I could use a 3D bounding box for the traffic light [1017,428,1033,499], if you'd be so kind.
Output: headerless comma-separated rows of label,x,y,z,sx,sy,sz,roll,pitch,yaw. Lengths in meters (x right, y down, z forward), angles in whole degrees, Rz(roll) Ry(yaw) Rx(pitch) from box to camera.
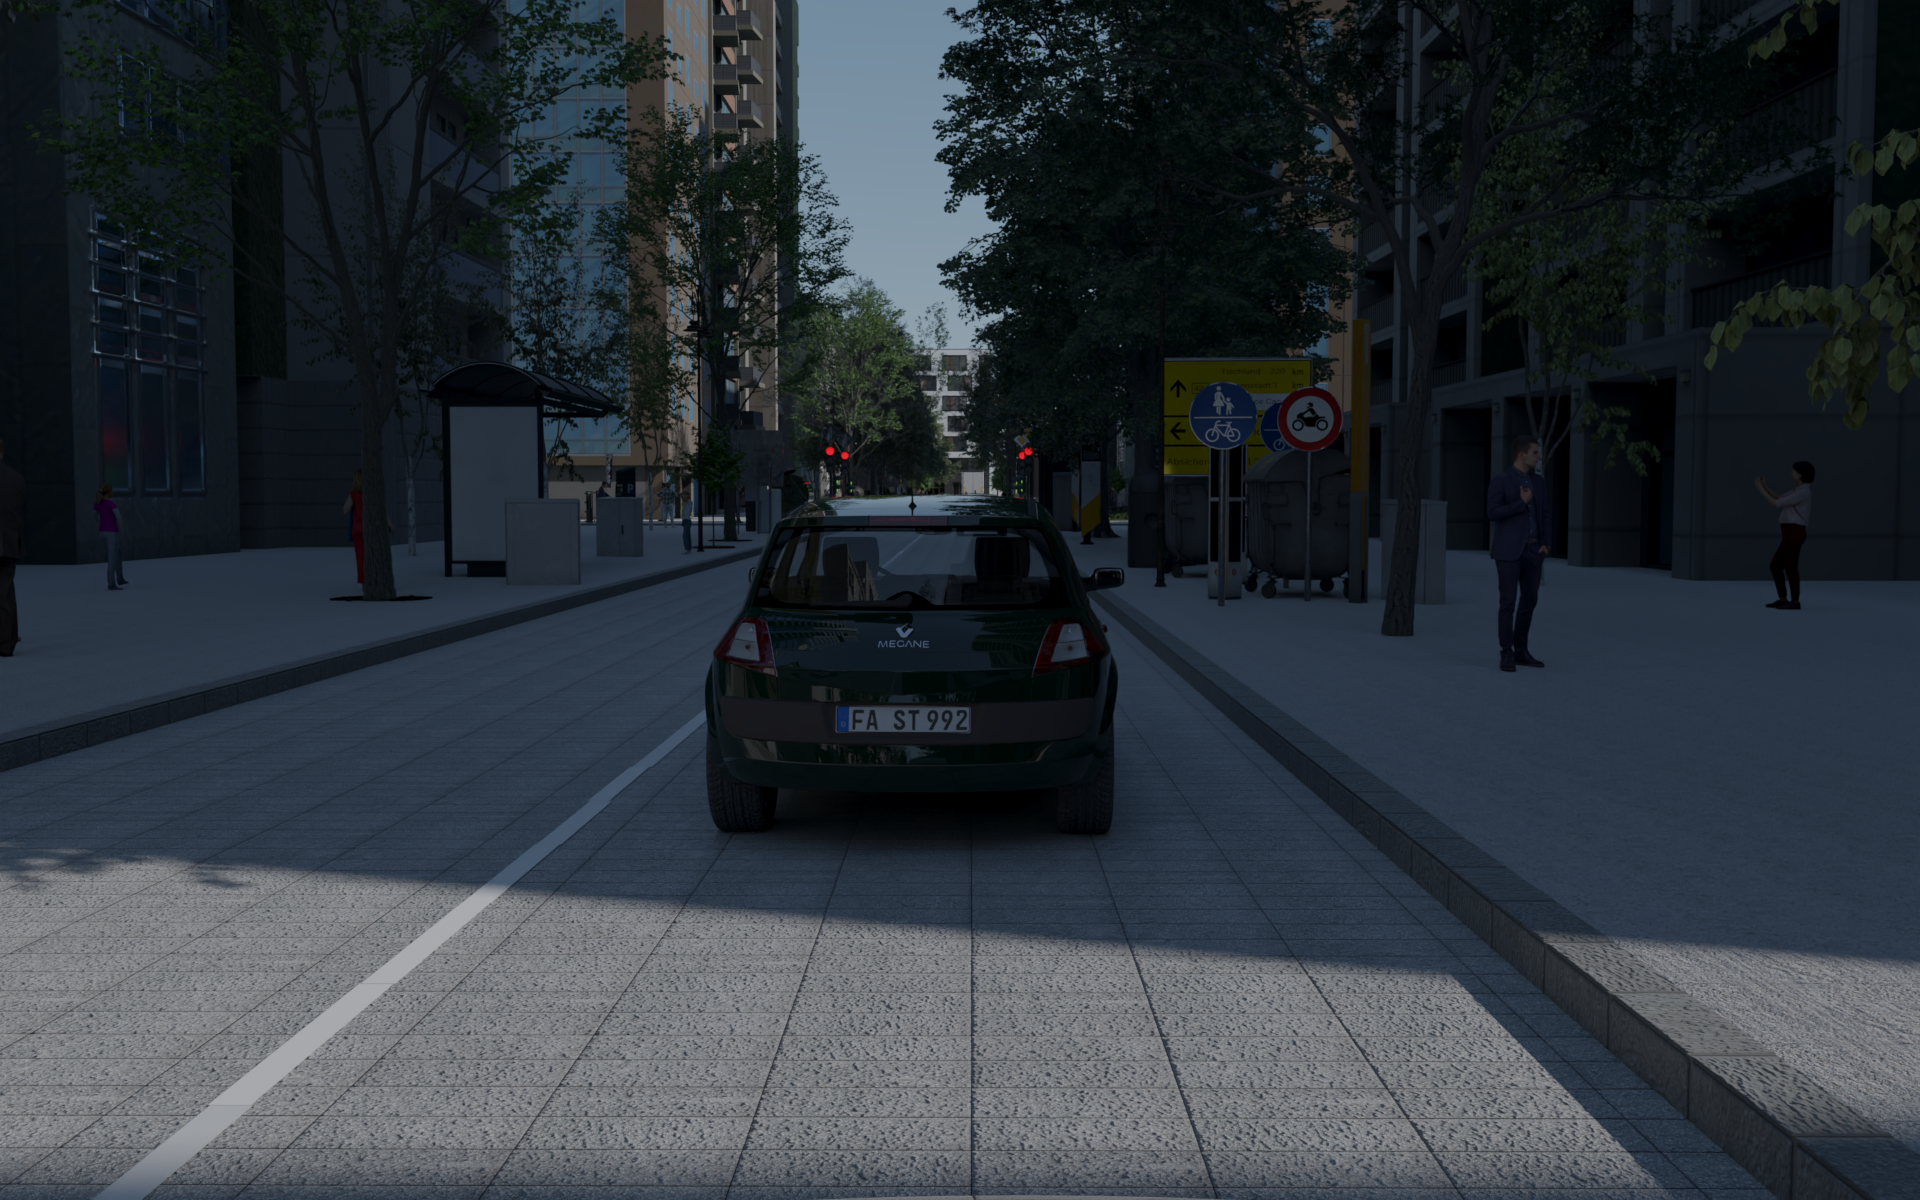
traffic light,2.691,-4.881,68.722,0.839,4.253,0.868,0,4,0

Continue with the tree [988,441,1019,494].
tree,3.788,-11.581,139.710,4.737,8.622,4.395,0,3,0

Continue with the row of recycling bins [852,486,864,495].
row of recycling bins,-5.585,-5.067,89.953,1.069,1.692,3.534,0,4,-8

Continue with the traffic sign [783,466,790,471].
traffic sign,-7.951,-4.868,79.704,0.768,2.556,0.104,0,4,3

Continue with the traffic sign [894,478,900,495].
traffic sign,-5.087,-8.290,135.648,0.768,2.556,0.104,0,4,2

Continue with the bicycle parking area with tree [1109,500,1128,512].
bicycle parking area with tree,10.593,-6.469,92.762,9.016,4.147,8.231,3,4,36

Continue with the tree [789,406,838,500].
tree,-10.243,-10.619,123.986,4.360,8.622,3.978,0,3,0

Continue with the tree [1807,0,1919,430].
tree,3.965,-3.349,5.113,4.737,8.622,4.395,0,3,0

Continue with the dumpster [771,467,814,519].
dumpster,-6.126,-3.685,62.747,1.502,2.255,1.985,0,4,0

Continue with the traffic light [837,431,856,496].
traffic light,-5.055,-5.371,76.745,0.839,4.253,0.868,0,4,0

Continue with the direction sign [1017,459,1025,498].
direction sign,4.109,-7.279,111.014,0.876,3.537,0.379,0,4,-5

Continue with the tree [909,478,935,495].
tree,-4.693,-13.566,205.518,4.285,4.588,4.351,0,3,0

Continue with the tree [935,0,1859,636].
tree,4.001,-4.933,15.063,8.767,10.594,7.601,-1,4,-8

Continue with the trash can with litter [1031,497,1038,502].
trash can with litter,3.911,-4.193,79.611,2.233,1.210,1.678,0,4,-1

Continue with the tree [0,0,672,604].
tree,-7.054,-5.807,20.703,9.928,11.665,9.643,0,3,0

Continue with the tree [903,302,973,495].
tree,-4.266,-19.203,169.865,12.611,20.169,13.585,0,3,0

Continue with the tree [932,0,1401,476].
tree,4.077,-7.956,36.734,9.857,13.997,8.962,0,3,0

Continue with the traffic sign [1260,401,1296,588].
traffic sign,4.454,-1.436,23.577,0.768,2.556,0.104,0,4,5

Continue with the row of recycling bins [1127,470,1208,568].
row of recycling bins,4.012,-1.491,31.489,1.069,1.692,3.534,2,4,27

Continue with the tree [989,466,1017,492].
tree,4.974,-13.077,197.530,4.285,4.588,4.351,0,3,0

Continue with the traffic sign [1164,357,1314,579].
traffic sign,4.123,-1.960,25.925,2.265,3.308,0.079,0,4,4

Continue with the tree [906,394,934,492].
tree,-4.738,-16.742,191.855,7.486,12.596,7.792,0,3,0

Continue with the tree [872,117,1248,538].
tree,4.272,-8.177,50.698,9.611,12.733,9.660,0,3,0

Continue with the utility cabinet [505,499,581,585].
utility cabinet,-5.896,-0.817,24.515,1.020,1.237,0.306,-1,4,-9

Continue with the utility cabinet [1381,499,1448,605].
utility cabinet,5.384,-0.575,20.559,0.306,1.237,1.020,-1,4,-16

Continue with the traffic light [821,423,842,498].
traffic light,-5.110,-4.883,68.760,0.839,4.253,0.868,0,4,0

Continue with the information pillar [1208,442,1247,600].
information pillar,3.229,-1.014,21.063,0.304,2.012,0.304,-3,5,-41

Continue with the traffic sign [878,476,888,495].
traffic sign,-5.345,-7.284,119.204,0.768,2.556,0.104,0,4,4

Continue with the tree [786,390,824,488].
tree,-10.139,-10.298,118.732,4.737,8.622,4.395,0,3,0

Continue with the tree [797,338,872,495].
tree,-5.557,-11.728,108.766,9.611,12.733,9.660,0,3,0

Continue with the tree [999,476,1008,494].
tree,4.307,-9.944,157.177,1.663,3.219,1.824,0,3,0

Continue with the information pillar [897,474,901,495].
information pillar,-4.961,-9.102,140.169,0.183,3.616,0.504,2,4,25

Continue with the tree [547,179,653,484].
tree,-9.393,-5.489,40.108,4.360,8.622,3.978,0,3,0

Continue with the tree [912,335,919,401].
tree,-6.379,-7.396,46.680,9.928,11.665,9.643,0,3,0

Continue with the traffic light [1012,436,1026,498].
traffic light,2.746,-5.369,76.707,0.839,4.253,0.868,0,4,0

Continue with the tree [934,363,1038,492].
tree,3.445,-13.007,130.792,7.486,12.596,7.792,0,3,0

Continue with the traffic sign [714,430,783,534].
traffic sign,-6.765,-3.754,55.248,2.265,3.308,0.079,0,4,2

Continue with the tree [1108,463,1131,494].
tree,9.504,-6.823,106.164,1.663,3.219,1.824,0,3,0

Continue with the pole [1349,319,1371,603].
pole,4.691,-1.619,20.307,0.158,3.312,0.155,0,3,0

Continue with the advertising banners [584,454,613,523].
advertising banners,-15.940,-4.910,76.465,2.074,3.025,0.090,3,5,43

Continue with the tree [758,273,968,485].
tree,-5.870,-11.331,95.629,12.009,13.543,11.850,0,3,0

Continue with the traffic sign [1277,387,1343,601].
traffic sign,4.162,-1.257,20.650,0.768,2.556,0.104,1,4,9

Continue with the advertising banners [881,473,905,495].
advertising banners,-5.500,-8.991,143.198,2.074,3.025,0.090,0,4,-6

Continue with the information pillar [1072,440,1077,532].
information pillar,3.907,-4.111,58.575,0.183,3.616,0.504,2,4,25

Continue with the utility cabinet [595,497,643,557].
utility cabinet,-7.000,-1.494,35.589,1.020,1.237,0.306,2,4,28

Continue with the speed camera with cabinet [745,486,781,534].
speed camera with cabinet,-6.438,-3.807,56.587,0.660,3.252,2.038,1,4,13

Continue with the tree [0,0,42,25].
tree,-6.165,-3.609,9.367,4.360,8.622,3.978,0,3,0

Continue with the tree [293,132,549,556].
tree,-11.388,-5.198,35.354,4.360,8.622,3.978,0,3,0

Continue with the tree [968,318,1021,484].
tree,3.655,-12.825,120.057,12.009,13.543,11.850,0,3,0

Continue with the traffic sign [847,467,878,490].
traffic sign,-6.581,-7.428,115.326,2.265,3.308,0.079,0,4,1

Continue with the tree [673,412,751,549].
tree,-5.707,-2.833,40.925,1.663,3.219,1.824,0,3,0

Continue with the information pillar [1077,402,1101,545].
information pillar,3.311,-3.215,43.914,0.504,3.616,0.183,1,4,19

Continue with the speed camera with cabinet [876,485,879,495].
speed camera with cabinet,-6.739,-7.932,124.024,2.038,3.252,0.660,-3,5,-44

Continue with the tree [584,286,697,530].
tree,-11.002,-6.754,60.786,4.737,8.622,4.395,0,3,0

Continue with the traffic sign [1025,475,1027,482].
traffic sign,4.309,-6.739,110.281,0.768,2.556,0.104,0,4,4

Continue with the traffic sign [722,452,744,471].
traffic sign,-6.805,-3.157,51.722,0.768,2.556,0.104,0,4,8

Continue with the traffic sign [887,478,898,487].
traffic sign,-5.141,-8.121,132.781,0.884,2.594,0.081,0,4,4

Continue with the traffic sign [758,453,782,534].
traffic sign,-5.956,-3.312,54.254,0.768,2.556,0.104,0,4,6

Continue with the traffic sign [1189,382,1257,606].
traffic sign,2.992,-1.201,19.748,0.768,2.556,0.104,1,4,10
